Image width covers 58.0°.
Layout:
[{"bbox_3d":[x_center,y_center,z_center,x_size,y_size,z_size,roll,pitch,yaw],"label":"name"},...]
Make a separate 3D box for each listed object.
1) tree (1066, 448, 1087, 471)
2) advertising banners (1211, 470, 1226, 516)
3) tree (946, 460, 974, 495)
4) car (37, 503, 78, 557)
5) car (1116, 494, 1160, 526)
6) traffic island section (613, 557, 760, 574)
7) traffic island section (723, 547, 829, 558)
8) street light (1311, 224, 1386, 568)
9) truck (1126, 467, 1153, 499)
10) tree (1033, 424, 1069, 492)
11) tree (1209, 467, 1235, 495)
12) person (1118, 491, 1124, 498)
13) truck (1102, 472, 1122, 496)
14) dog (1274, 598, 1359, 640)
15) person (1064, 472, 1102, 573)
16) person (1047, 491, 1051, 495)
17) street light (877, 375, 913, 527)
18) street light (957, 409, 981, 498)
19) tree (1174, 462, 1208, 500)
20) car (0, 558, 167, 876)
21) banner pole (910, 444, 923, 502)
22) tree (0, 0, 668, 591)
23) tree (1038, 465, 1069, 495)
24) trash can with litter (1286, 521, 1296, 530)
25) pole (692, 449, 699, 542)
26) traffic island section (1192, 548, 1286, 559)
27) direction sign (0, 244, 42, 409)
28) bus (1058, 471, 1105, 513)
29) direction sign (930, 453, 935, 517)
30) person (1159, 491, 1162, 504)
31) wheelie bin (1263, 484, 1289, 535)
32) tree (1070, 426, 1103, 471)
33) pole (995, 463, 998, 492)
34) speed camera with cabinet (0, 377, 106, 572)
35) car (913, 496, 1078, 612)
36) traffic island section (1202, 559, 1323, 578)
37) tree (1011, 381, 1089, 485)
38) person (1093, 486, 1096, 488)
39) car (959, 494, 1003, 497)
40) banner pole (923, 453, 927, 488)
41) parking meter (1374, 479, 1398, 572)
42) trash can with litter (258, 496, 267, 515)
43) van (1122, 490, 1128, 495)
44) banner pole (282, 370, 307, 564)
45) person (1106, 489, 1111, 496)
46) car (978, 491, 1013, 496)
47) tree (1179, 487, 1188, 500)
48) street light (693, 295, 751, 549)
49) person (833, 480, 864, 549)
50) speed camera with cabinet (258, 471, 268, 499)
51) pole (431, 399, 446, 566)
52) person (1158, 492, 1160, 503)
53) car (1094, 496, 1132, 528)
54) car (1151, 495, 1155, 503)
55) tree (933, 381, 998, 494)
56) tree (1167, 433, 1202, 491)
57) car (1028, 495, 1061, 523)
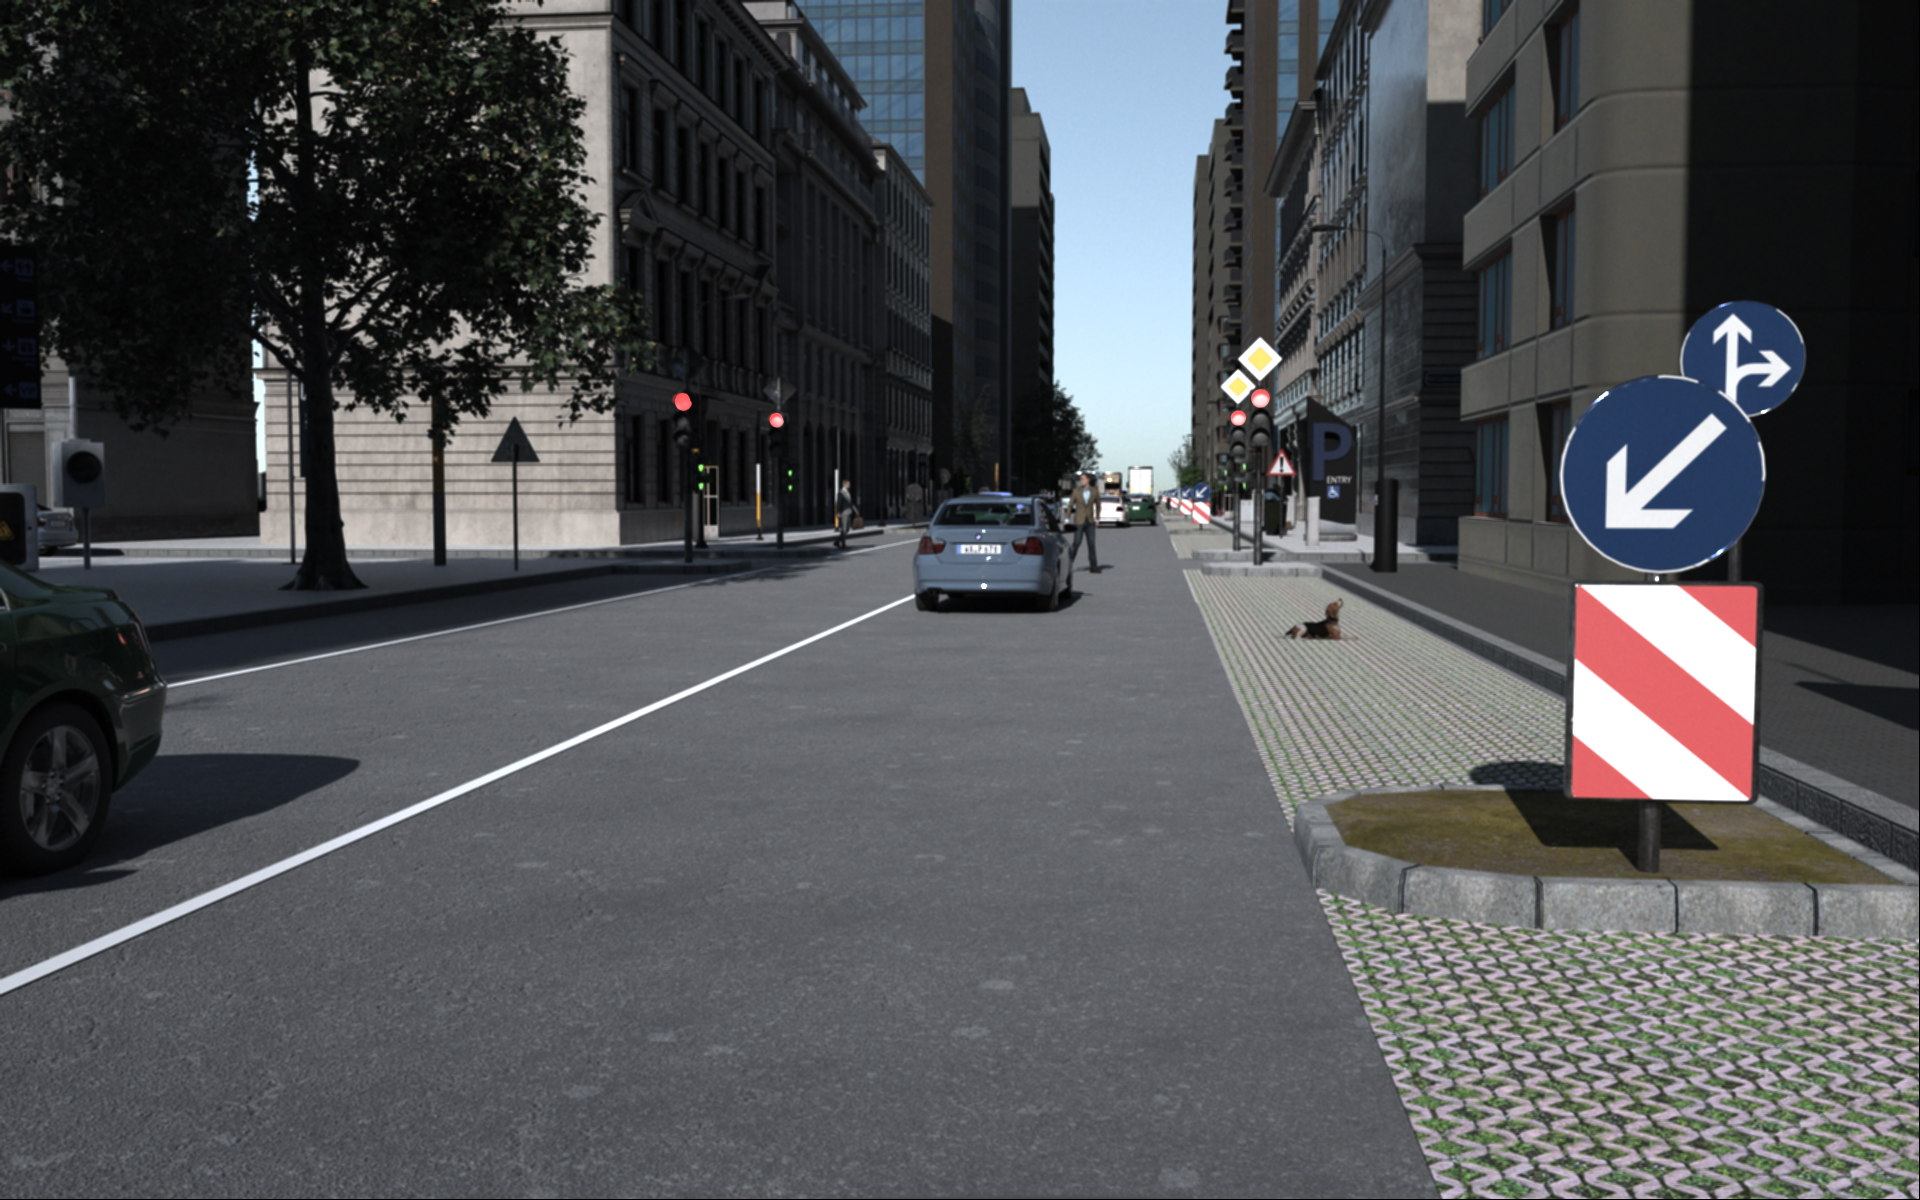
[{"bbox_3d":[14.803,-17.171,231.110,4.737,8.622,4.395,0,3,0],"label":"tree"},{"bbox_3d":[14.907,-6.313,99.411,0.090,3.025,2.074,-1,4,-16],"label":"advertising banners"},{"bbox_3d":[0.047,-6.377,98.861,1.663,3.219,1.824,0,3,0],"label":"tree"},{"bbox_3d":[-22.050,-1.622,38.524,4.499,1.417,2.014,0,4,7],"label":"car"},{"bbox_3d":[8.075,-4.132,79.349,2.131,1.459,4.920,0,4,6],"label":"car"},{"bbox_3d":[-5.090,-0.617,32.370,2.009,0.180,2.903,0,4,6],"label":"traffic island section"},{"bbox_3d":[-4.207,-1.102,40.306,2.009,0.180,2.903,0,4,6],"label":"traffic island section"},{"bbox_3d":[6.735,-3.508,29.898,1.470,5.913,1.316,0,4,6],"label":"street light"},{"bbox_3d":[19.005,-11.860,182.822,2.839,4.237,11.283,0,4,5],"label":"truck"},{"bbox_3d":[9.369,-14.105,180.977,4.360,8.622,3.978,0,3,0],"label":"tree"},{"bbox_3d":[16.673,-7.000,109.043,1.663,3.219,1.824,0,3,0],"label":"tree"},{"bbox_3d":[14.569,-8.978,156.010,1.217,1.743,0.721,0,4,-1],"label":"person"},{"bbox_3d":[19.871,-14.568,227.103,2.839,4.237,11.283,0,4,7],"label":"truck"},{"bbox_3d":[3.507,0.192,17.059,0.550,0.427,0.748,-3,5,-40],"label":"dog"},{"bbox_3d":[2.226,-1.416,31.558,0.656,1.842,0.836,-3,5,-40],"label":"person"},{"bbox_3d":[6.190,-6.674,119.091,0.593,1.643,0.415,2,4,34],"label":"person"},{"bbox_3d":[-2.526,-5.822,67.737,1.470,5.913,1.316,0,4,6],"label":"street light"},{"bbox_3d":[0.450,-7.476,94.775,1.470,5.913,1.316,0,4,6],"label":"street light"},{"bbox_3d":[23.312,-11.690,174.842,4.285,4.588,4.351,0,3,0],"label":"tree"},{"bbox_3d":[-4.466,0.396,5.326,2.131,1.459,4.920,0,4,7],"label":"car"},{"bbox_3d":[-2.349,-5.939,87.116,0.401,3.779,0.863,-2,4,-27],"label":"banner pole"},{"bbox_3d":[-8.724,-6.487,23.078,9.611,12.733,9.660,0,3,0],"label":"tree"},{"bbox_3d":[12.128,-13.585,205.832,4.285,4.588,4.351,0,3,0],"label":"tree"},{"bbox_3d":[11.435,-3.091,61.933,1.055,1.170,0.624,0,4,-7],"label":"trash can with litter"},{"bbox_3d":[-6.972,-3.181,45.859,0.158,3.312,0.155,0,3,0],"label":"pole"},{"bbox_3d":[6.269,-1.031,39.140,2.009,0.180,2.903,0,4,6],"label":"traffic island section"},{"bbox_3d":[-8.807,-1.450,15.704,0.876,3.537,0.379,-3,4,-38],"label":"direction sign"},{"bbox_3d":[9.611,-8.556,134.757,2.948,3.499,13.247,0,4,8],"label":"bus"},{"bbox_3d":[-1.496,-6.315,95.249,0.379,3.537,0.876,-1,4,-17],"label":"direction sign"},{"bbox_3d":[27.787,-14.138,239.530,0.599,1.838,0.709,2,4,31],"label":"person"},{"bbox_3d":[9.857,-2.827,54.128,0.693,1.594,0.980,1,4,23],"label":"wheelie bin"},{"bbox_3d":[17.957,-20.850,266.656,9.928,11.665,9.643,0,3,0],"label":"tree"},{"bbox_3d":[2.406,-7.330,113.695,0.158,3.312,0.155,0,3,0],"label":"pole"},{"bbox_3d":[-15.359,-2.104,28.733,2.038,3.252,0.660,-3,5,-43],"label":"speed camera with cabinet"},{"bbox_3d":[0.492,-0.637,22.419,2.014,1.417,4.499,0,4,7],"label":"car"},{"bbox_3d":[5.386,-0.546,31.204,2.009,0.180,2.903,0,4,6],"label":"traffic island section"},{"bbox_3d":[9.422,-17.458,192.095,9.857,13.997,8.962,0,3,0],"label":"tree"},{"bbox_3d":[6.359,-4.439,81.165,0.778,1.811,0.616,2,4,30],"label":"person"},{"bbox_3d":[0.587,-2.206,47.863,2.131,1.459,4.920,0,4,5],"label":"car"},{"bbox_3d":[-2.146,-6.303,93.079,0.863,3.779,0.401,-1,4,-19],"label":"banner pole"},{"bbox_3d":[7.002,-1.227,28.466,0.372,1.533,0.369,0,3,0],"label":"parking meter"},{"bbox_3d":[-22.764,-2.849,57.639,1.678,1.210,2.233,1,4,21],"label":"trash can with litter"},{"bbox_3d":[24.757,-15.956,265.262,2.240,2.365,5.245,0,4,7],"label":"van"},{"bbox_3d":[-12.048,-2.555,31.796,0.863,3.779,0.401,-3,4,-39],"label":"banner pole"},{"bbox_3d":[10.924,-7.213,126.296,0.599,1.838,0.709,3,5,40],"label":"person"},{"bbox_3d":[1.101,-2.804,55.439,1.945,1.707,3.694,0,4,4],"label":"car"},{"bbox_3d":[32.983,-15.725,251.699,1.663,3.219,1.824,0,3,0],"label":"tree"},{"bbox_3d":[-5.557,-4.161,40.575,1.470,5.913,1.316,0,4,6],"label":"street light"},{"bbox_3d":[-2.984,-2.248,45.378,0.853,1.813,0.709,1,4,19],"label":"person"},{"bbox_3d":[-27.810,-4.714,71.402,2.038,3.252,0.660,-3,4,-38],"label":"speed camera with cabinet"},{"bbox_3d":[-9.336,-2.273,31.004,0.158,3.312,0.155,0,3,0],"label":"pole"},{"bbox_3d":[30.665,-15.736,266.590,0.445,1.727,0.742,0,4,8],"label":"person"},{"bbox_3d":[6.319,-3.806,74.597,2.083,1.381,4.827,0,4,8],"label":"car"},{"bbox_3d":[28.084,-14.992,257.691,1.945,1.354,3.894,0,4,7],"label":"car"},{"bbox_3d":[0.573,-9.724,109.347,4.360,8.622,3.978,0,3,0],"label":"tree"},{"bbox_3d":[27.131,-15.713,207.261,4.360,8.622,3.978,0,3,0],"label":"tree"},{"bbox_3d":[3.958,-4.453,84.812,2.014,1.417,4.499,0,4,8],"label":"car"}]
